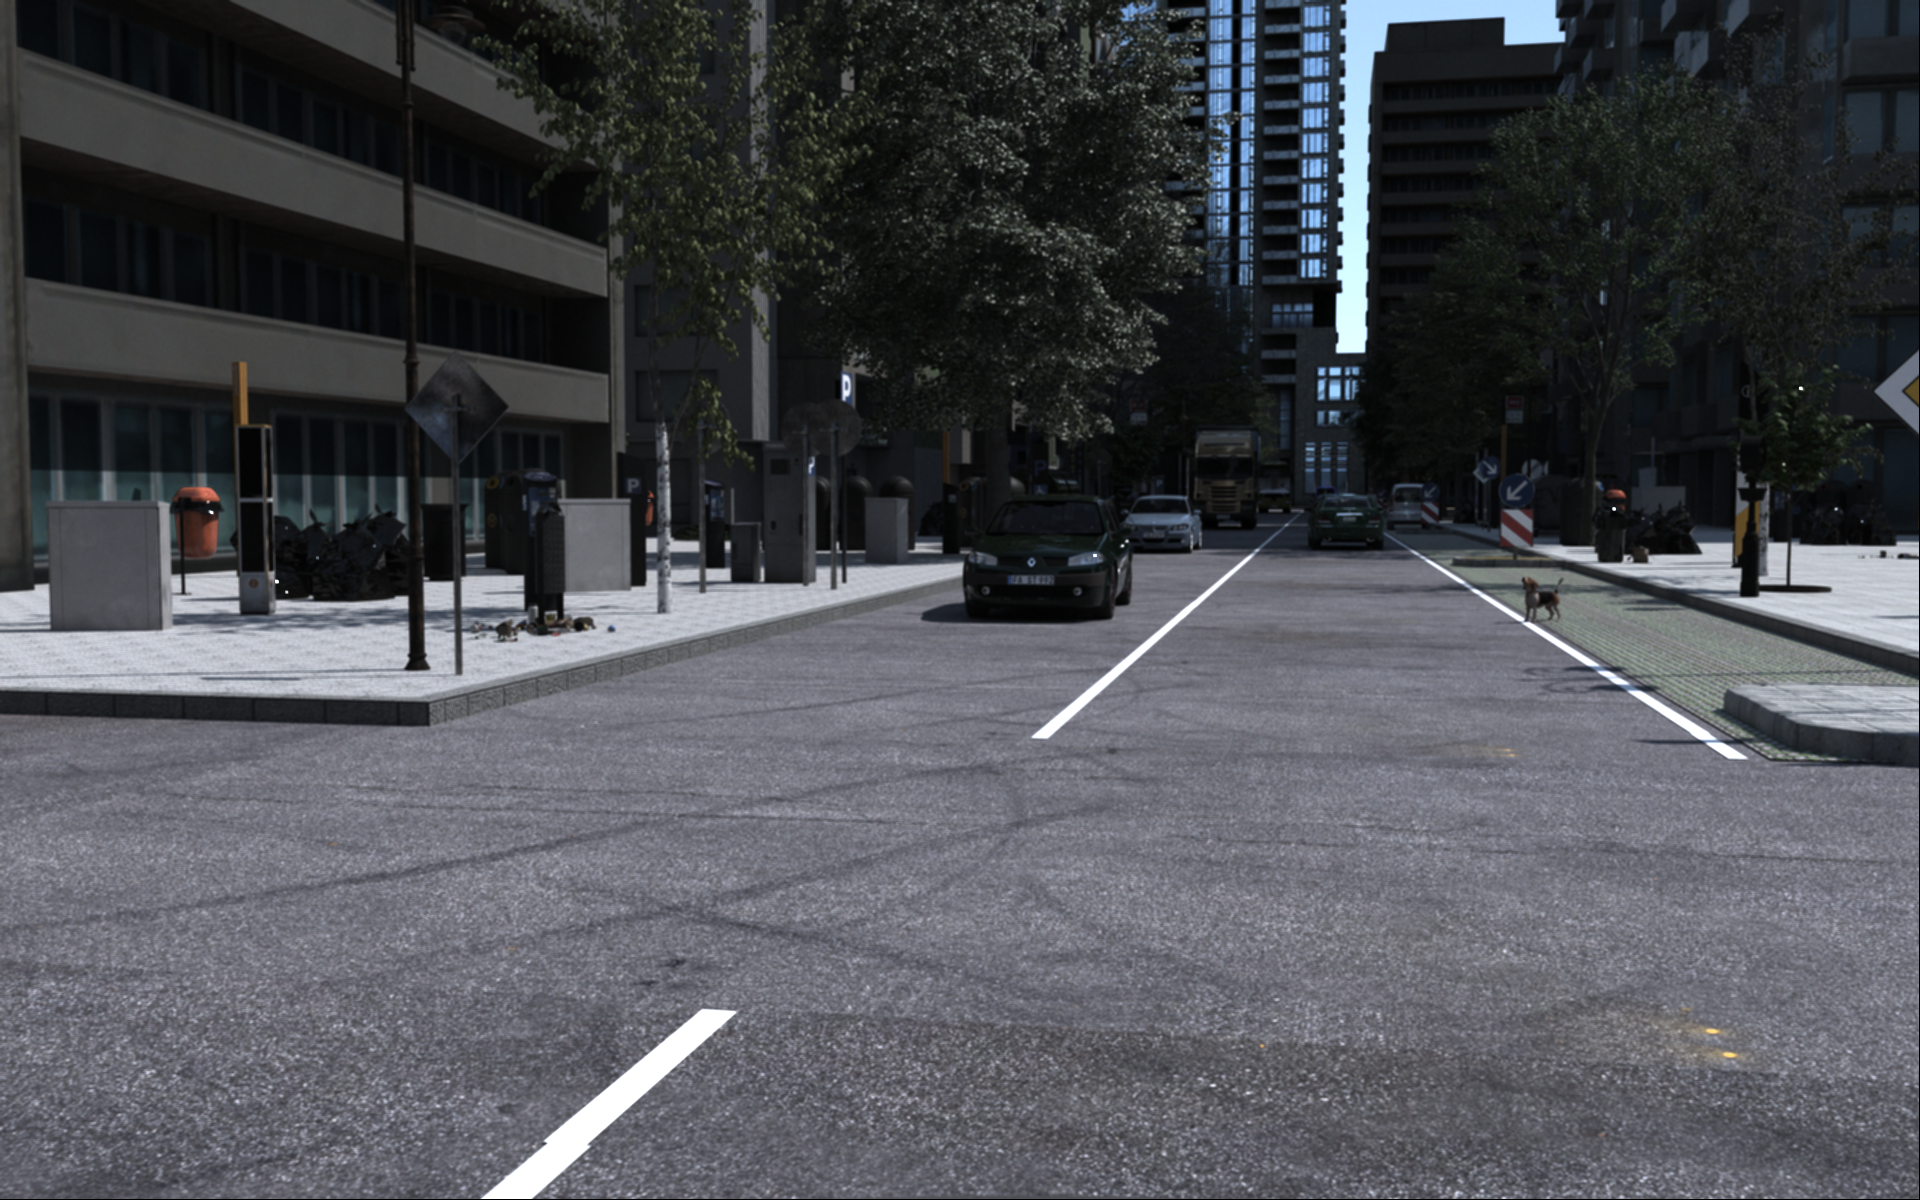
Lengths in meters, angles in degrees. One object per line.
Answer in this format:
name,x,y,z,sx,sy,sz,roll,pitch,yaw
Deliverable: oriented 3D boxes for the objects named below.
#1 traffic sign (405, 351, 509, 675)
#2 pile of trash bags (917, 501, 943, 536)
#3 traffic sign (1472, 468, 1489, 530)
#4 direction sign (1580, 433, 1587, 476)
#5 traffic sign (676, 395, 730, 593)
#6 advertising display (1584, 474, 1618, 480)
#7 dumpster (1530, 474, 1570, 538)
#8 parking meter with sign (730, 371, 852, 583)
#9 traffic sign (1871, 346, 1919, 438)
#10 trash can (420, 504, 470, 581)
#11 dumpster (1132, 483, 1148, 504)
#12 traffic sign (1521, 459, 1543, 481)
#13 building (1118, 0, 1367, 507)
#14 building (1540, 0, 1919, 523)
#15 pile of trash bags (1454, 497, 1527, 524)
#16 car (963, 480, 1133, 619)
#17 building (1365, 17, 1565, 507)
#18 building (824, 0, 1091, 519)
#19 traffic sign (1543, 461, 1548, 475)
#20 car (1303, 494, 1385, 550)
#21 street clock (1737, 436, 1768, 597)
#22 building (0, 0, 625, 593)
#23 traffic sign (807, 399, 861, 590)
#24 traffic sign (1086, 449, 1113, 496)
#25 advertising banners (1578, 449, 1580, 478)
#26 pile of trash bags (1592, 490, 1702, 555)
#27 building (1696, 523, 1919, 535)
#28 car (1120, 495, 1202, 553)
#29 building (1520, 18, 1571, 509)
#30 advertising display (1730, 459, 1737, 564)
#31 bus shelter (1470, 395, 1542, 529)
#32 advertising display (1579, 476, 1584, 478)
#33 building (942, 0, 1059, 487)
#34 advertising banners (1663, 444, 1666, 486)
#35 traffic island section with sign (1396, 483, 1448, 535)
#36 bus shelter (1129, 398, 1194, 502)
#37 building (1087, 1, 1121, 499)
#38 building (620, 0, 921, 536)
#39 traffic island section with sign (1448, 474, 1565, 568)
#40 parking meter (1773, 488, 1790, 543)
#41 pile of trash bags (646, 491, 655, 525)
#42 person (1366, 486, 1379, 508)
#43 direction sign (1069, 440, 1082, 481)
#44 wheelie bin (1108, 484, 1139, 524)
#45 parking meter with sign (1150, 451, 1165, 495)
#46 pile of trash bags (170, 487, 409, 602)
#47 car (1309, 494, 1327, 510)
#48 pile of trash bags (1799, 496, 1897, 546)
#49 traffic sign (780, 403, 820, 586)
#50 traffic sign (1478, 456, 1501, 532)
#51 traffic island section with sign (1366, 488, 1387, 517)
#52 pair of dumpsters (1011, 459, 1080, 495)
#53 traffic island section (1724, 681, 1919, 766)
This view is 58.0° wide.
traffic sign,-3.549,-0.524,12.215,0.795,2.450,0.064,1,4,12
pile of trash bags,0.134,-2.700,53.900,1.912,1.369,3.447,2,4,25
traffic sign,18.592,-3.690,61.509,0.795,2.450,0.064,1,4,19
direction sign,23.157,-4.427,64.386,0.379,3.537,0.876,0,4,5
traffic sign,-3.331,-1.361,22.354,0.768,2.556,0.104,1,4,16
advertising display,20.880,-3.129,56.369,0.974,1.923,0.123,3,5,42
dumpster,17.561,-2.795,51.462,1.264,1.857,1.865,1,4,12
parking meter with sign,-2.470,-1.762,25.075,1.738,3.016,0.543,1,4,14
traffic sign,5.789,-0.404,10.246,0.795,2.450,0.064,1,4,12
trash can,-7.633,-0.855,25.638,0.748,1.137,0.748,0,3,0
dumpster,8.734,-4.718,82.902,1.264,1.857,1.865,1,4,12
traffic sign,20.959,-3.878,63.504,0.768,2.556,0.104,1,4,13
building,27.619,-53.330,184.610,31.000,86.520,22.319,1,4,12
building,47.005,-29.396,100.233,23.786,49.044,30.456,1,4,12
pile of trash bags,23.155,-3.996,75.082,3.447,1.369,1.912,1,4,21
car,1.142,-0.699,21.213,2.009,1.686,4.222,1,4,10
building,53.483,-34.084,180.973,21.600,48.544,21.300,1,4,12
building,0.382,-26.059,109.652,14.154,41.232,14.086,1,4,12
traffic sign,21.101,-3.757,61.531,0.768,2.556,0.104,1,4,12
car,10.189,-2.083,45.858,2.131,1.459,4.920,1,4,10
street clock,9.872,-1.041,21.596,0.358,2.002,0.471,2,4,35
building,-20.816,-25.049,33.253,21.300,48.544,21.600,1,4,12
traffic sign,-1.698,-1.413,23.216,0.768,2.556,0.104,1,4,15
traffic sign,3.905,-2.976,48.763,0.768,2.556,0.104,1,4,19
advertising banners,23.944,-4.337,67.099,0.090,3.025,2.074,1,4,21
pile of trash bags,14.860,-1.734,38.110,1.912,1.369,3.447,0,4,1
building,39.215,-27.169,63.824,23.786,49.044,30.456,1,4,12
car,5.091,-1.929,43.535,2.014,1.417,4.499,1,4,12
building,53.731,-49.930,129.020,22.319,86.520,31.000,1,4,12
advertising display,14.640,-1.648,32.159,0.974,1.923,0.123,-2,4,-35
bus shelter,21.327,-5.542,68.246,2.179,5.291,8.768,1,4,12
advertising display,22.218,-3.400,60.804,0.974,1.923,0.123,1,4,22
building,-2.547,-19.828,95.881,14.160,30.474,14.107,1,4,12
advertising banners,24.912,-3.978,61.236,0.090,3.025,2.074,2,4,23
traffic island section with sign,16.613,-3.254,61.823,1.989,1.847,2.006,1,4,12
bus shelter,8.720,-5.963,75.131,2.179,5.291,8.768,1,4,12
building,3.662,-28.948,123.415,14.600,45.320,14.200,1,4,12
building,-8.748,-22.857,57.312,14.154,41.232,14.086,1,4,12
traffic island section with sign,10.870,-1.579,34.444,1.989,1.847,2.006,1,4,12
parking meter,21.803,-2.296,45.946,0.372,1.533,0.369,0,3,0
pile of trash bags,-9.678,-2.179,45.372,3.447,1.369,1.912,-2,4,-27
person,14.512,-3.187,61.354,0.466,1.731,0.760,-3,5,-43
direction sign,4.864,-4.907,72.226,0.379,3.537,0.876,-3,4,-39
wheelie bin,5.343,-2.966,56.406,0.980,1.594,0.693,0,4,-6
parking meter with sign,7.892,-4.476,69.450,0.543,3.016,1.738,0,4,-8
pile of trash bags,-8.491,-0.738,21.814,3.447,1.369,1.912,1,4,18
car,19.114,-4.755,89.540,2.131,1.459,4.920,1,4,11
pile of trash bags,23.026,-2.063,43.490,3.447,1.369,1.912,2,4,24
traffic sign,-2.154,-1.470,24.134,0.768,2.556,0.104,1,4,17
traffic sign,17.824,-3.559,58.290,0.768,2.556,0.104,1,4,15
traffic island section with sign,26.842,-6.243,110.706,1.989,1.847,2.006,1,4,12
pair of dumpsters,2.229,-2.732,47.154,1.574,2.255,4.437,1,4,12
traffic island section,5.814,0.732,10.319,2.009,0.180,2.903,1,4,12
